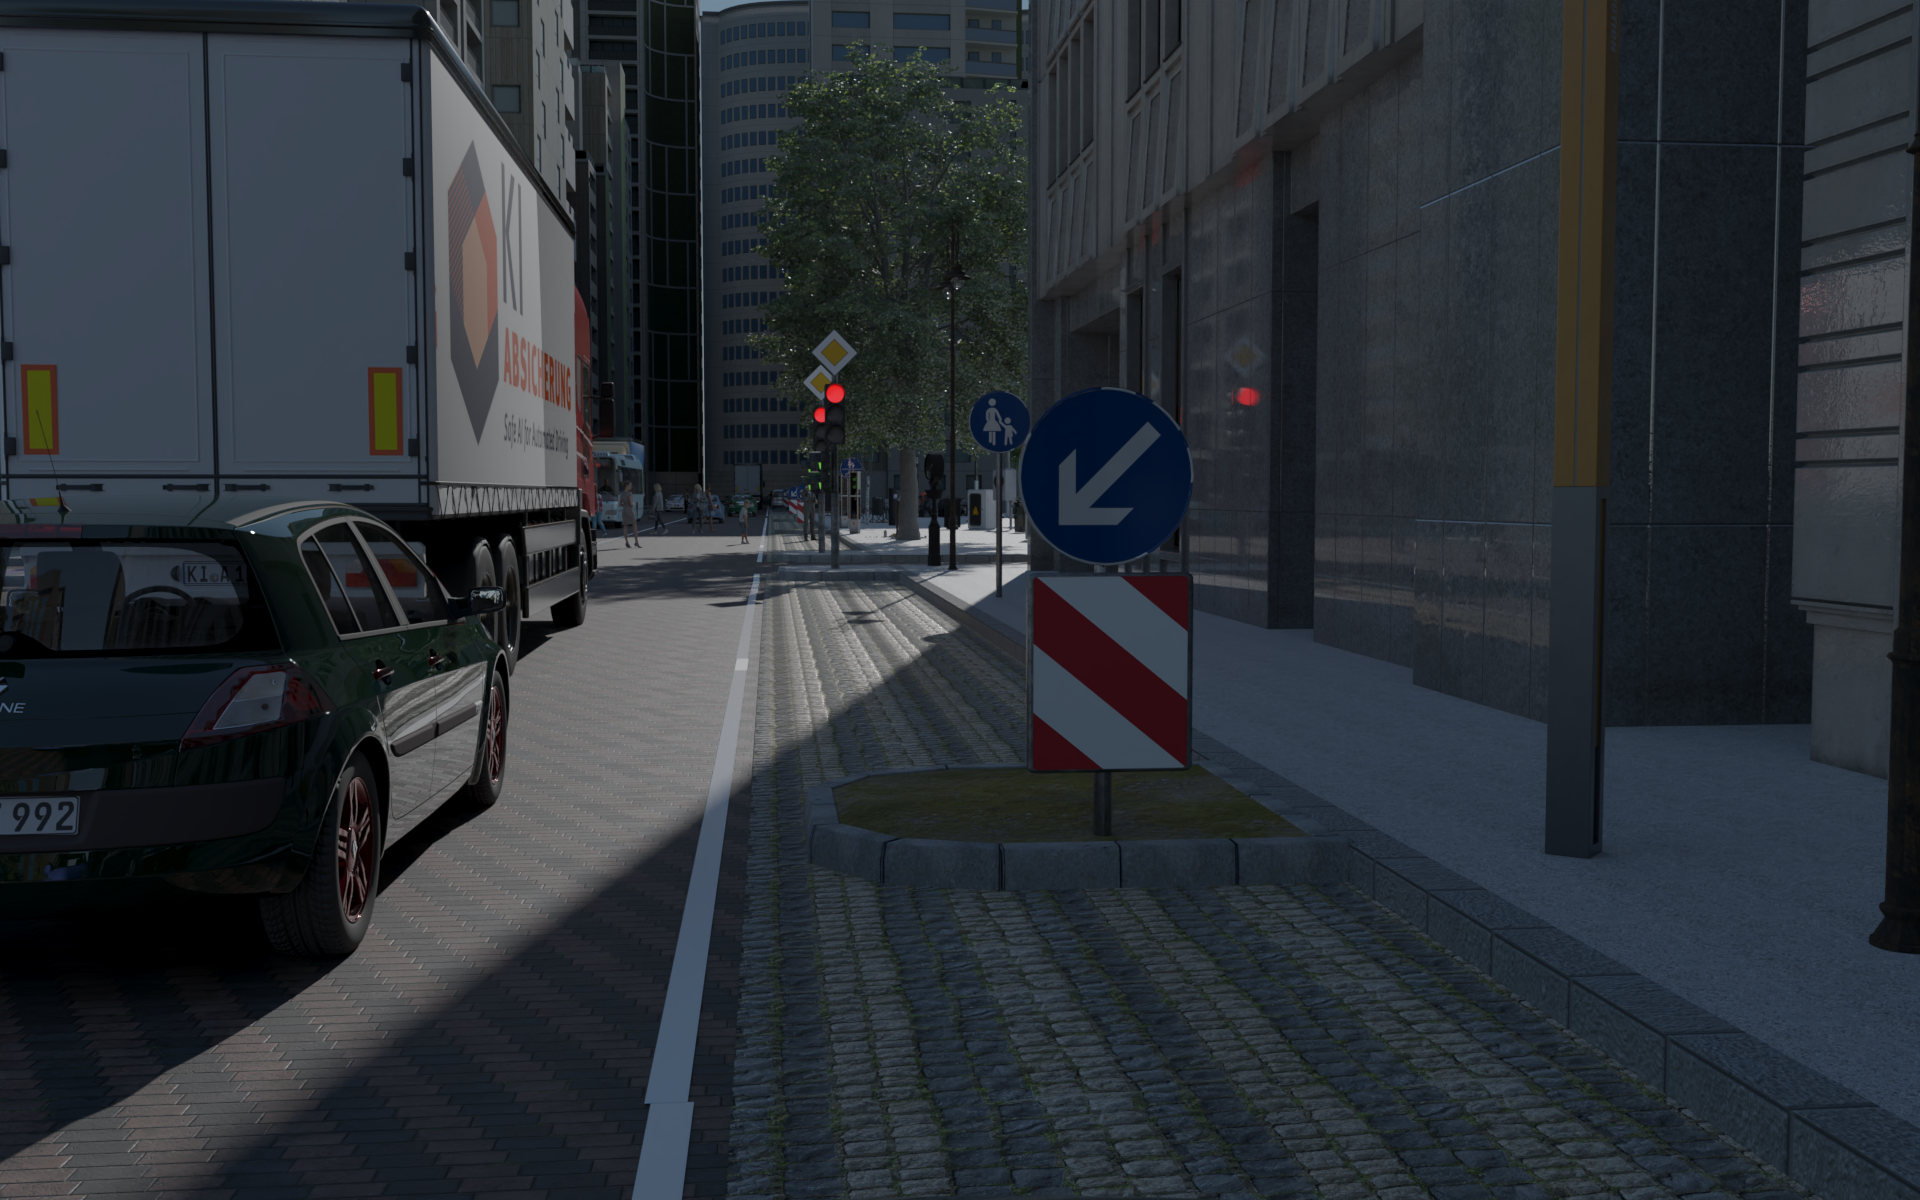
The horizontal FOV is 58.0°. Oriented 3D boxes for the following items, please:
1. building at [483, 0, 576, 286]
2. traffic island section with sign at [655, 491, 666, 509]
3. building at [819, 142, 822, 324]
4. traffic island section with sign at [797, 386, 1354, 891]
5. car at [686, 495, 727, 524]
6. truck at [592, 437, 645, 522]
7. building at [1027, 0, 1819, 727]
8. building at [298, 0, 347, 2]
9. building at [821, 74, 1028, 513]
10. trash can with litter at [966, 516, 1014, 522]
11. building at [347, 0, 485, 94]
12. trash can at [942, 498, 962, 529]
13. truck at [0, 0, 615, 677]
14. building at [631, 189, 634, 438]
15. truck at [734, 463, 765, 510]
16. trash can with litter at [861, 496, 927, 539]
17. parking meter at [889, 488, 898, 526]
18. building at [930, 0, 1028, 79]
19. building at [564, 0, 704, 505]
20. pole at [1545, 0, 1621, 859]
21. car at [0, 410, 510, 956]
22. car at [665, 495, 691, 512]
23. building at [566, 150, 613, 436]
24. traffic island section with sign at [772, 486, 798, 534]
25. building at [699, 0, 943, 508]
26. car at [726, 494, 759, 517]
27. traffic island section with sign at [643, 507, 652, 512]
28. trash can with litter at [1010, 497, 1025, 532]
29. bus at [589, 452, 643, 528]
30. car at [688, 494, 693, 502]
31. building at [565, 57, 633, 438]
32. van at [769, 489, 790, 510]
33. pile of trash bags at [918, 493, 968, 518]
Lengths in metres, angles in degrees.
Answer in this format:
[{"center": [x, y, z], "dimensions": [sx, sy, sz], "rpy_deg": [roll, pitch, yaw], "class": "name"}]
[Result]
[{"center": [-41.952, -32.585, 121.998], "dimensions": [28.713, 52.752, 27.495], "rpy_deg": [0, 4, -6], "class": "building"}, {"center": [-28.758, -9.597, 165.534], "dimensions": [1.989, 1.847, 2.006], "rpy_deg": [0, 4, -6], "class": "traffic island section with sign"}, {"center": [-4.119, -22.376, 137.541], "dimensions": [14.160, 30.474, 14.107], "rpy_deg": [0, 4, -6], "class": "building"}, {"center": [0.357, 0.089, 7.178], "dimensions": [1.989, 1.847, 2.006], "rpy_deg": [0, 4, -6], "class": "traffic island section with sign"}, {"center": [-12.535, -4.499, 85.556], "dimensions": [2.014, 1.417, 4.499], "rpy_deg": [0, 4, -7], "class": "car"}, {"center": [-17.593, -6.028, 87.477], "dimensions": [2.839, 4.237, 11.283], "rpy_deg": [0, 4, -6], "class": "truck"}, {"center": [8.180, -12.308, 19.251], "dimensions": [12.078, 24.808, 19.932], "rpy_deg": [0, 4, -6], "class": "building"}, {"center": [-37.951, -22.981, 67.628], "dimensions": [32.217, 40.220, 23.993], "rpy_deg": [0, 4, -6], "class": "building"}, {"center": [-2.322, -21.521, 123.572], "dimensions": [14.160, 30.474, 14.107], "rpy_deg": [0, 4, -6], "class": "building"}, {"center": [1.087, -4.218, 80.017], "dimensions": [1.678, 1.210, 2.233], "rpy_deg": [3, 5, 41], "class": "trash can with litter"}, {"center": [-35.810, -40.311, 97.341], "dimensions": [20.563, 71.187, 20.611], "rpy_deg": [0, 4, -6], "class": "building"}, {"center": [-0.280, -3.145, 63.077], "dimensions": [0.748, 1.137, 0.748], "rpy_deg": [0, 3, 0], "class": "trash can"}, {"center": [-4.885, -1.619, 15.390], "dimensions": [2.839, 4.237, 11.283], "rpy_deg": [0, 4, -7], "class": "truck"}, {"center": [-40.783, -30.193, 177.243], "dimensions": [14.086, 41.232, 14.154], "rpy_deg": [0, 4, -6], "class": "building"}, {"center": [-19.707, -10.571, 161.757], "dimensions": [2.839, 4.237, 11.283], "rpy_deg": [0, 4, -5], "class": "truck"}, {"center": [-1.690, -2.424, 50.694], "dimensions": [1.678, 1.210, 2.233], "rpy_deg": [-2, 4, -25], "class": "trash can with litter"}, {"center": [-2.721, -3.797, 70.487], "dimensions": [0.372, 1.533, 0.369], "rpy_deg": [0, 3, 0], "class": "parking meter"}, {"center": [11.731, -40.854, 209.956], "dimensions": [28.212, 58.520, 21.231], "rpy_deg": [0, 4, -6], "class": "building"}, {"center": [-41.018, -46.776, 203.036], "dimensions": [20.611, 71.187, 20.563], "rpy_deg": [0, 4, -6], "class": "building"}, {"center": [2.193, -0.749, 6.089], "dimensions": [0.158, 3.312, 0.155], "rpy_deg": [0, 3, 0], "class": "pole"}, {"center": [-2.859, 0.190, 6.687], "dimensions": [2.009, 1.686, 4.222], "rpy_deg": [0, 4, -6], "class": "car"}, {"center": [-22.679, -7.772, 139.440], "dimensions": [2.083, 1.381, 4.827], "rpy_deg": [0, 4, -6], "class": "car"}, {"center": [-36.777, -22.808, 144.604], "dimensions": [14.160, 30.474, 14.107], "rpy_deg": [0, 4, -6], "class": "building"}, {"center": [-5.695, -3.296, 62.514], "dimensions": [1.989, 1.847, 2.006], "rpy_deg": [0, 4, -6], "class": "traffic island section with sign"}, {"center": [-16.380, -40.642, 206.495], "dimensions": [28.212, 58.520, 21.231], "rpy_deg": [0, 4, -6], "class": "building"}, {"center": [-13.852, -6.023, 110.269], "dimensions": [2.131, 1.459, 4.920], "rpy_deg": [0, 4, -6], "class": "car"}, {"center": [-25.778, -7.928, 138.251], "dimensions": [1.989, 1.847, 2.006], "rpy_deg": [0, 4, -6], "class": "traffic island section with sign"}, {"center": [2.248, -2.834, 57.730], "dimensions": [1.055, 1.170, 0.624], "rpy_deg": [-1, 4, -18], "class": "trash can with litter"}, {"center": [-15.608, -4.912, 75.168], "dimensions": [2.948, 3.499, 13.247], "rpy_deg": [0, 4, -6], "class": "bus"}, {"center": [-28.109, -10.500, 181.901], "dimensions": [2.015, 1.641, 3.980], "rpy_deg": [0, 4, -4], "class": "car"}, {"center": [-38.087, -29.033, 158.287], "dimensions": [14.154, 41.232, 14.086], "rpy_deg": [0, 4, -6], "class": "building"}, {"center": [-16.377, -9.228, 157.886], "dimensions": [2.013, 2.044, 4.112], "rpy_deg": [0, 4, -6], "class": "van"}, {"center": [-0.726, -5.502, 99.714], "dimensions": [3.447, 1.369, 1.912], "rpy_deg": [-1, 4, -21], "class": "pile of trash bags"}]
